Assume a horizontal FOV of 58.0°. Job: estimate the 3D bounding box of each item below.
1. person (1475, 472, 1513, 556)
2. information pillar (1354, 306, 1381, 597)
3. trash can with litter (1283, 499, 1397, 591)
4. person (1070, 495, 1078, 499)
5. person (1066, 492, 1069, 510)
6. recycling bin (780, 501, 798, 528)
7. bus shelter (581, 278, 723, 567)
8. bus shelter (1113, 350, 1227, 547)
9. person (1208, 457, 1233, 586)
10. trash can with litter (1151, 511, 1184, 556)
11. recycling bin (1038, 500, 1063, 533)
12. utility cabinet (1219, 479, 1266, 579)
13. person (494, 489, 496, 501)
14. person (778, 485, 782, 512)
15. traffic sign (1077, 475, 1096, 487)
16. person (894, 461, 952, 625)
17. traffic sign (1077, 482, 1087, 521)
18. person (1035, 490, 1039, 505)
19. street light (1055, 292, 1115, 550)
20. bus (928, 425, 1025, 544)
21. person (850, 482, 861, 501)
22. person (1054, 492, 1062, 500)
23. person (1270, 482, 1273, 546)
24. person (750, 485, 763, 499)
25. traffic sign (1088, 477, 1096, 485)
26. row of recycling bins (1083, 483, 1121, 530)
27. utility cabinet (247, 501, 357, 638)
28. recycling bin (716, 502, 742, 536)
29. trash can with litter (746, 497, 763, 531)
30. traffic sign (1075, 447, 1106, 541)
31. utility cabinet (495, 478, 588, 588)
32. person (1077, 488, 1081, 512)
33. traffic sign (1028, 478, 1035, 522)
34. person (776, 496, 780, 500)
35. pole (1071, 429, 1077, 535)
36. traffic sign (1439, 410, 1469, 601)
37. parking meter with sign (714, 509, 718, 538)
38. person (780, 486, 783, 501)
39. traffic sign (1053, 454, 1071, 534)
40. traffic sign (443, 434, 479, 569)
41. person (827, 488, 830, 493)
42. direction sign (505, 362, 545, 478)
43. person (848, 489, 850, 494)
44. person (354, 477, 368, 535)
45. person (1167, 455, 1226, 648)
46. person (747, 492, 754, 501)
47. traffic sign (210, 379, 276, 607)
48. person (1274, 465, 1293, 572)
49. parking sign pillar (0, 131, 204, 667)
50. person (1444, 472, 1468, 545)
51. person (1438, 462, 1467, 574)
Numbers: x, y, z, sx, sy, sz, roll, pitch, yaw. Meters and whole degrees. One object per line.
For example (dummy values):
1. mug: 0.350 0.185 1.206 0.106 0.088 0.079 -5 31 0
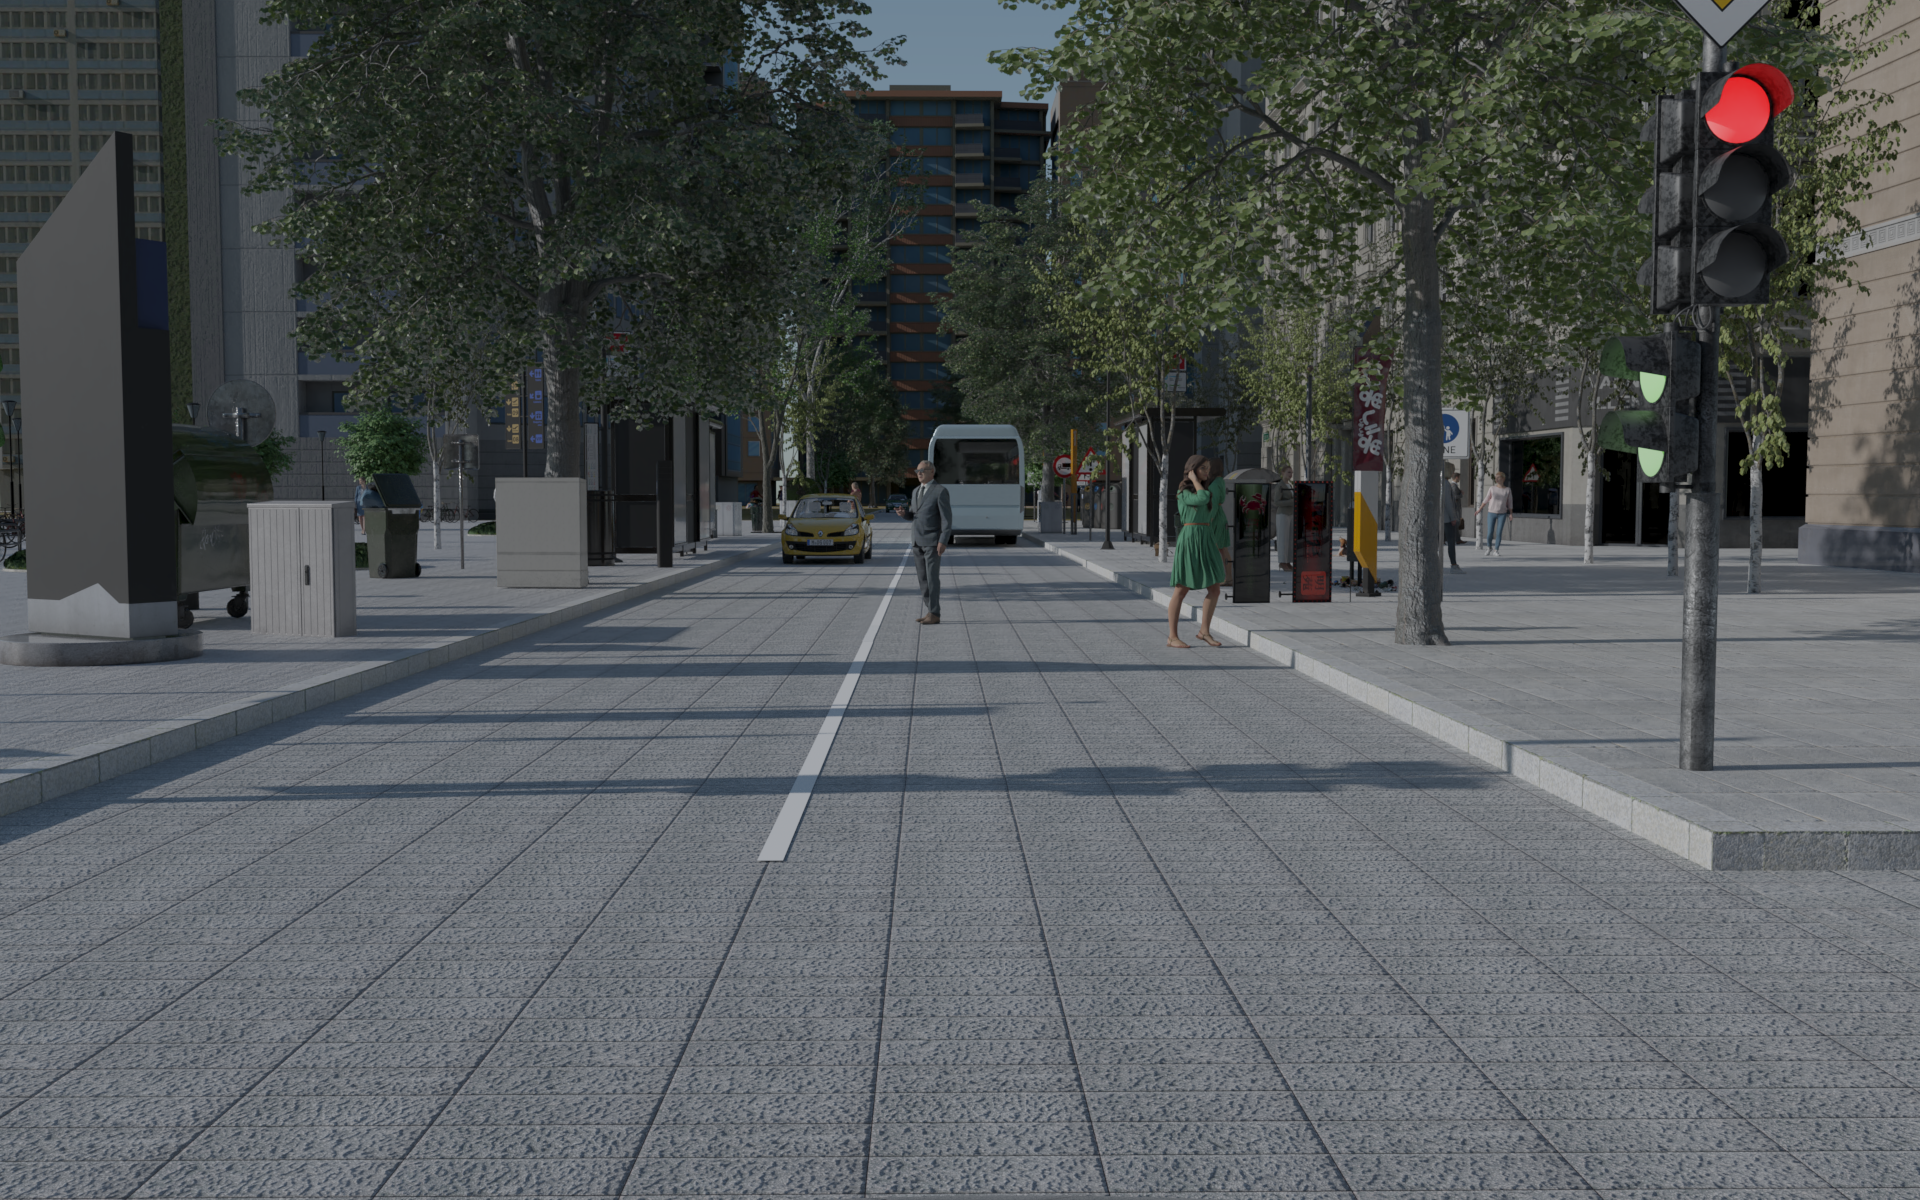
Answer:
1. person: 11.033 -1.783 35.860 0.731 1.740 0.598 0 4 7
2. information pillar: 5.075 -1.848 21.567 0.183 3.616 0.504 3 5 40
3. trash can with litter: 5.435 -0.782 23.842 1.678 1.210 2.233 0 4 0
4. person: 10.919 -9.368 162.379 1.217 1.736 0.721 0 4 5
5. person: 8.464 -7.881 138.126 0.421 1.427 0.697 0 4 -5
6. recycling bin: -6.451 -3.299 66.500 0.722 1.027 0.722 1 4 18
7. bus shelter: -6.442 -3.499 34.840 2.179 5.291 8.768 0 4 -1
8. bus shelter: 5.331 -4.190 46.137 2.179 5.291 8.768 0 4 -1
9. person: 3.543 -1.082 23.985 0.529 1.795 0.600 0 4 6
10. trash can with litter: 4.438 -1.483 35.633 1.055 1.170 0.624 1 4 8
11. recycling bin: 2.965 -2.707 56.811 0.722 1.027 0.722 0 4 -4
12. utility cabinet: 3.956 -1.041 25.701 1.173 1.500 0.318 -2 4 -25
13. person: -17.417 -3.658 65.949 0.679 1.850 0.850 0 4 8
14. person: -9.365 -5.208 91.720 0.721 1.766 1.217 -2 4 -30
15. traffic sign: 5.363 -4.521 73.921 0.884 2.594 0.081 0 4 8
16. person: -0.411 -0.643 19.196 0.590 1.801 0.661 -3 5 -45
17. traffic sign: 5.749 -4.897 82.199 0.606 2.300 0.079 0 4 0
18. person: 6.070 -7.953 137.543 0.593 1.643 0.415 0 4 0
19. street light: 2.878 -4.121 39.925 1.470 5.913 1.316 0 4 -1
20. bus: 0.387 -3.530 52.578 2.948 3.499 13.247 0 4 0
21. person: -3.459 -2.985 57.283 0.573 1.828 0.580 -1 4 -22
22. person: 5.041 -5.399 95.037 1.217 1.743 0.721 2 4 30
23. person: 7.509 -2.160 42.369 0.522 1.701 0.512 -1 4 -13
24. person: -12.344 -6.061 105.072 0.705 1.831 1.348 2 4 31
25. traffic sign: 6.156 -5.075 83.078 0.768 2.556 0.104 0 4 2
26. row of recycling bins: 5.478 -3.493 64.221 1.069 1.692 3.534 -1 4 -15
27. utility cabinet: -5.993 -0.282 15.768 1.020 1.237 0.306 2 4 24
28. recycling bin: -7.118 -2.471 52.960 0.722 1.027 0.722 1 4 12
29. trash can with litter: -6.924 -2.980 60.107 0.624 1.170 1.055 1 4 21
30. traffic sign: 3.586 -2.909 47.561 0.884 2.594 0.081 0 4 0
31. utility cabinet: -5.684 -0.910 23.564 1.173 1.500 0.318 0 4 6
32. person: 8.472 -7.077 122.470 0.721 1.735 1.217 -3 5 -40
33. traffic sign: 3.408 -4.719 79.284 0.606 2.300 0.079 0 4 4
34. person: -11.276 -6.396 110.716 0.705 1.812 1.348 2 4 28
35. pole: 3.592 -3.716 54.606 0.158 3.312 0.155 0 3 0
36. traffic sign: 5.742 -1.132 20.635 0.606 2.300 0.079 0 4 7
37. parking meter with sign: -7.872 -3.341 50.883 1.738 3.016 0.543 2 4 34
38. person: -9.039 -4.974 88.291 0.530 1.710 0.541 1 4 21
39. traffic sign: 3.340 -3.380 55.374 0.768 2.556 0.104 0 4 2
40. traffic sign: -8.518 -1.680 29.597 0.606 2.300 0.079 0 4 1
41. person: -9.326 -7.141 122.928 0.705 1.807 1.348 1 4 15
42. direction sign: -7.523 -2.323 29.981 0.876 3.537 0.379 2 4 29
43. person: -6.629 -6.184 107.955 0.742 1.727 0.445 -3 5 -42
44. person: -18.720 -2.955 54.386 0.581 1.822 0.654 0 4 -3
45. person: 2.190 -0.452 16.139 0.529 1.795 0.600 2 4 31
46. person: -13.547 -6.352 113.123 0.991 1.433 0.599 -3 5 -44
47. traffic sign: -7.958 -1.167 19.193 0.768 2.556 0.104 0 4 0
48. person: 5.430 -1.351 28.678 0.362 1.759 0.519 3 4 38
49. parking sign pillar: -6.714 -1.528 13.451 1.447 3.967 1.447 2 4 30
50. person: 12.497 -2.316 43.877 0.822 1.834 0.622 -1 4 -11
51. person: 7.807 -1.332 27.998 0.728 1.800 0.709 0 4 3
